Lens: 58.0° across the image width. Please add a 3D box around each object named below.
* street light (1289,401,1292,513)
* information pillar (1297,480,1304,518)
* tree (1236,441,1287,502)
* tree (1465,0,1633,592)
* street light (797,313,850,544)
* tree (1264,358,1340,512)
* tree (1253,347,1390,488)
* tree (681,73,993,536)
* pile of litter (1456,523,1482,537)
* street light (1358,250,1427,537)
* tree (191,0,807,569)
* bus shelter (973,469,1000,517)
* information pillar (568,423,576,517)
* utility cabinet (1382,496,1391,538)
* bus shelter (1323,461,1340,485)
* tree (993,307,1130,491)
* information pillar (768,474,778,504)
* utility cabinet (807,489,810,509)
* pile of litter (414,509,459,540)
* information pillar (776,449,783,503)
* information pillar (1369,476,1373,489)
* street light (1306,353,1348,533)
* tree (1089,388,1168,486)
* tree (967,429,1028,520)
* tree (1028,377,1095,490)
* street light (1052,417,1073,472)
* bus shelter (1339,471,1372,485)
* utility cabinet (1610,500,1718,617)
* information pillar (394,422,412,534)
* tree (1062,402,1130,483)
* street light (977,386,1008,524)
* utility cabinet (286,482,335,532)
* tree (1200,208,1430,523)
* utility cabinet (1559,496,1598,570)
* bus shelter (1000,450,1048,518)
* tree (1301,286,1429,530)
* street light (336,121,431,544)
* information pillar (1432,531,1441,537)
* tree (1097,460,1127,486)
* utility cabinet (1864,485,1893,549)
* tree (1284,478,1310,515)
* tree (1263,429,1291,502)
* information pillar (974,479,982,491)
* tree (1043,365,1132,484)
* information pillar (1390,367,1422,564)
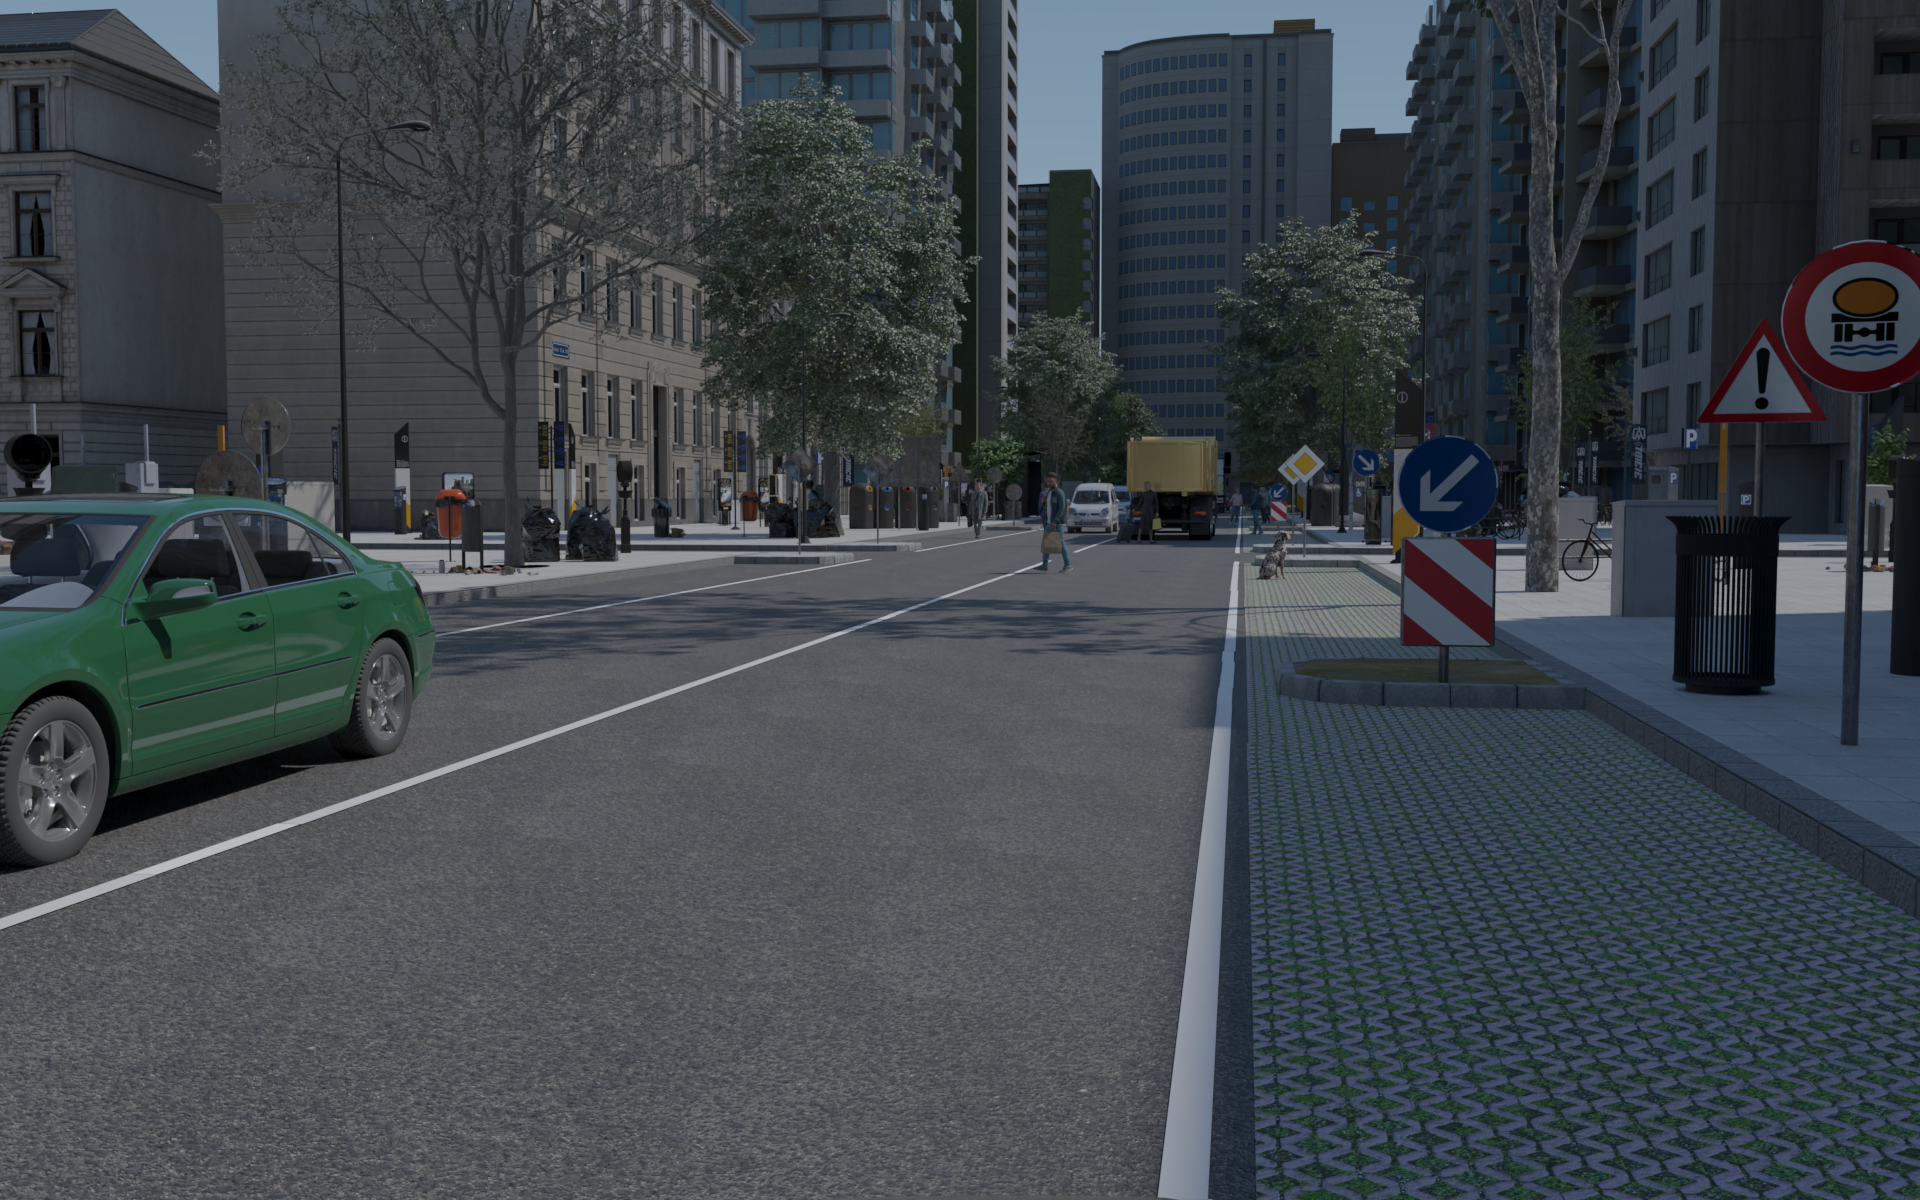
[{"bbox_3d":[16.857,-6.967,86.452,1.470,5.913,1.316,1,4,9],"label":"street light"},{"bbox_3d":[18.438,-6.239,93.364,0.504,3.616,0.183,-1,4,-11],"label":"information pillar"},{"bbox_3d":[34.893,-16.744,190.766,9.611,12.733,9.660,0,3,0],"label":"tree"},{"bbox_3d":[6.316,-10.135,21.594,12.611,20.169,13.585,0,3,0],"label":"tree"},{"bbox_3d":[-3.498,-4.407,44.589,1.470,5.913,1.316,1,4,9],"label":"street light"},{"bbox_3d":[24.831,-12.265,126.293,9.928,11.665,9.643,0,3,0],"label":"tree"},{"bbox_3d":[20.854,-10.212,101.374,8.767,10.594,7.601,1,4,13],"label":"tree"},{"bbox_3d":[-3.932,-8.957,53.107,9.857,13.997,8.962,0,3,0],"label":"tree"},{"bbox_3d":[8.625,-0.993,30.194,1.176,0.858,1.719,1,4,16],"label":"pile of litter"},{"bbox_3d":[8.274,-3.699,33.025,1.470,5.913,1.316,1,4,9],"label":"street light"},{"bbox_3d":[-7.930,-7.304,29.792,12.009,13.543,11.850,0,3,0],"label":"tree"},{"bbox_3d":[2.080,-6.738,101.441,1.731,3.624,6.357,1,4,9],"label":"bus shelter"},{"bbox_3d":[-12.858,-4.042,57.446,0.183,3.616,0.504,0,4,4],"label":"information pillar"},{"bbox_3d":[12.737,-2.408,50.537,1.020,1.237,0.306,3,4,38],"label":"utility cabinet"},{"bbox_3d":[23.453,-7.028,108.829,2.014,3.302,5.546,1,4,9],"label":"bus shelter"},{"bbox_3d":[6.603,-12.891,117.416,9.857,13.997,8.962,0,3,0],"label":"tree"},{"bbox_3d":[-6.948,-3.671,64.505,0.304,2.012,0.304,0,4,7],"label":"information pillar"},{"bbox_3d":[-6.537,-4.401,80.633,1.173,1.500,0.318,-1,4,-10],"label":"utility cabinet"},{"bbox_3d":[-14.788,-2.138,48.916,1.176,0.858,1.719,-2,4,-25],"label":"pile of litter"},{"bbox_3d":[-7.482,-4.917,71.739,0.183,3.616,0.504,1,4,19],"label":"information pillar"},{"bbox_3d":[16.530,-4.024,70.290,0.304,2.012,0.304,-3,5,-44],"label":"information pillar"},{"bbox_3d":[12.080,-5.171,57.093,1.470,5.913,1.316,1,4,9],"label":"street light"},{"bbox_3d":[18.324,-16.555,187.678,9.611,12.733,9.660,0,3,0],"label":"tree"},{"bbox_3d":[1.972,-6.336,87.304,4.285,4.588,4.351,0,3,0],"label":"tree"},{"bbox_3d":[6.333,-9.761,109.948,4.360,8.622,3.978,0,3,0],"label":"tree"},{"bbox_3d":[6.102,-8.036,103.925,1.470,5.913,1.316,1,4,9],"label":"street light"},{"bbox_3d":[20.059,-5.945,88.484,1.731,3.624,6.357,1,4,9],"label":"bus shelter"},{"bbox_3d":[7.390,-0.431,18.203,1.020,1.237,0.306,0,4,-6],"label":"utility cabinet"},{"bbox_3d":[-18.072,-3.964,56.171,0.183,3.616,0.504,3,5,44],"label":"information pillar"},{"bbox_3d":[11.655,-13.256,151.145,7.601,10.594,8.767,2,4,27],"label":"tree"},{"bbox_3d":[1.355,-6.237,74.509,1.470,5.913,1.316,1,4,9],"label":"street light"},{"bbox_3d":[-11.769,-1.372,31.104,0.318,1.500,1.173,1,4,22],"label":"utility cabinet"},{"bbox_3d":[15.910,-10.432,77.226,9.857,13.997,8.962,0,3,0],"label":"tree"},{"bbox_3d":[10.167,-1.110,29.306,1.020,1.237,0.306,1,4,9],"label":"utility cabinet"},{"bbox_3d":[3.625,-6.356,95.199,1.731,3.624,6.357,1,4,9],"label":"bus shelter"},{"bbox_3d":[14.094,-6.789,61.358,4.737,8.622,4.395,0,3,0],"label":"tree"},{"bbox_3d":[-7.266,-3.012,21.795,1.470,5.913,1.316,1,4,9],"label":"street light"},{"bbox_3d":[12.332,-2.440,44.387,0.304,2.012,0.304,-3,5,-42],"label":"information pillar"},{"bbox_3d":[14.324,-10.927,162.373,4.285,4.588,4.351,0,3,0],"label":"tree"},{"bbox_3d":[21.085,-1.922,40.101,1.173,1.500,0.318,-2,4,-27],"label":"utility cabinet"},{"bbox_3d":[20.661,-6.848,106.568,1.663,3.219,1.824,0,3,0],"label":"tree"},{"bbox_3d":[30.338,-13.096,164.480,4.360,8.622,3.978,0,3,0],"label":"tree"},{"bbox_3d":[0.854,-4.740,81.996,0.304,2.012,0.304,-1,4,-10],"label":"information pillar"},{"bbox_3d":[9.863,-12.829,135.502,9.928,11.665,9.643,0,3,0],"label":"tree"},{"bbox_3d":[8.226,-2.481,31.913,0.504,3.616,0.183,2,4,33],"label":"information pillar"}]
